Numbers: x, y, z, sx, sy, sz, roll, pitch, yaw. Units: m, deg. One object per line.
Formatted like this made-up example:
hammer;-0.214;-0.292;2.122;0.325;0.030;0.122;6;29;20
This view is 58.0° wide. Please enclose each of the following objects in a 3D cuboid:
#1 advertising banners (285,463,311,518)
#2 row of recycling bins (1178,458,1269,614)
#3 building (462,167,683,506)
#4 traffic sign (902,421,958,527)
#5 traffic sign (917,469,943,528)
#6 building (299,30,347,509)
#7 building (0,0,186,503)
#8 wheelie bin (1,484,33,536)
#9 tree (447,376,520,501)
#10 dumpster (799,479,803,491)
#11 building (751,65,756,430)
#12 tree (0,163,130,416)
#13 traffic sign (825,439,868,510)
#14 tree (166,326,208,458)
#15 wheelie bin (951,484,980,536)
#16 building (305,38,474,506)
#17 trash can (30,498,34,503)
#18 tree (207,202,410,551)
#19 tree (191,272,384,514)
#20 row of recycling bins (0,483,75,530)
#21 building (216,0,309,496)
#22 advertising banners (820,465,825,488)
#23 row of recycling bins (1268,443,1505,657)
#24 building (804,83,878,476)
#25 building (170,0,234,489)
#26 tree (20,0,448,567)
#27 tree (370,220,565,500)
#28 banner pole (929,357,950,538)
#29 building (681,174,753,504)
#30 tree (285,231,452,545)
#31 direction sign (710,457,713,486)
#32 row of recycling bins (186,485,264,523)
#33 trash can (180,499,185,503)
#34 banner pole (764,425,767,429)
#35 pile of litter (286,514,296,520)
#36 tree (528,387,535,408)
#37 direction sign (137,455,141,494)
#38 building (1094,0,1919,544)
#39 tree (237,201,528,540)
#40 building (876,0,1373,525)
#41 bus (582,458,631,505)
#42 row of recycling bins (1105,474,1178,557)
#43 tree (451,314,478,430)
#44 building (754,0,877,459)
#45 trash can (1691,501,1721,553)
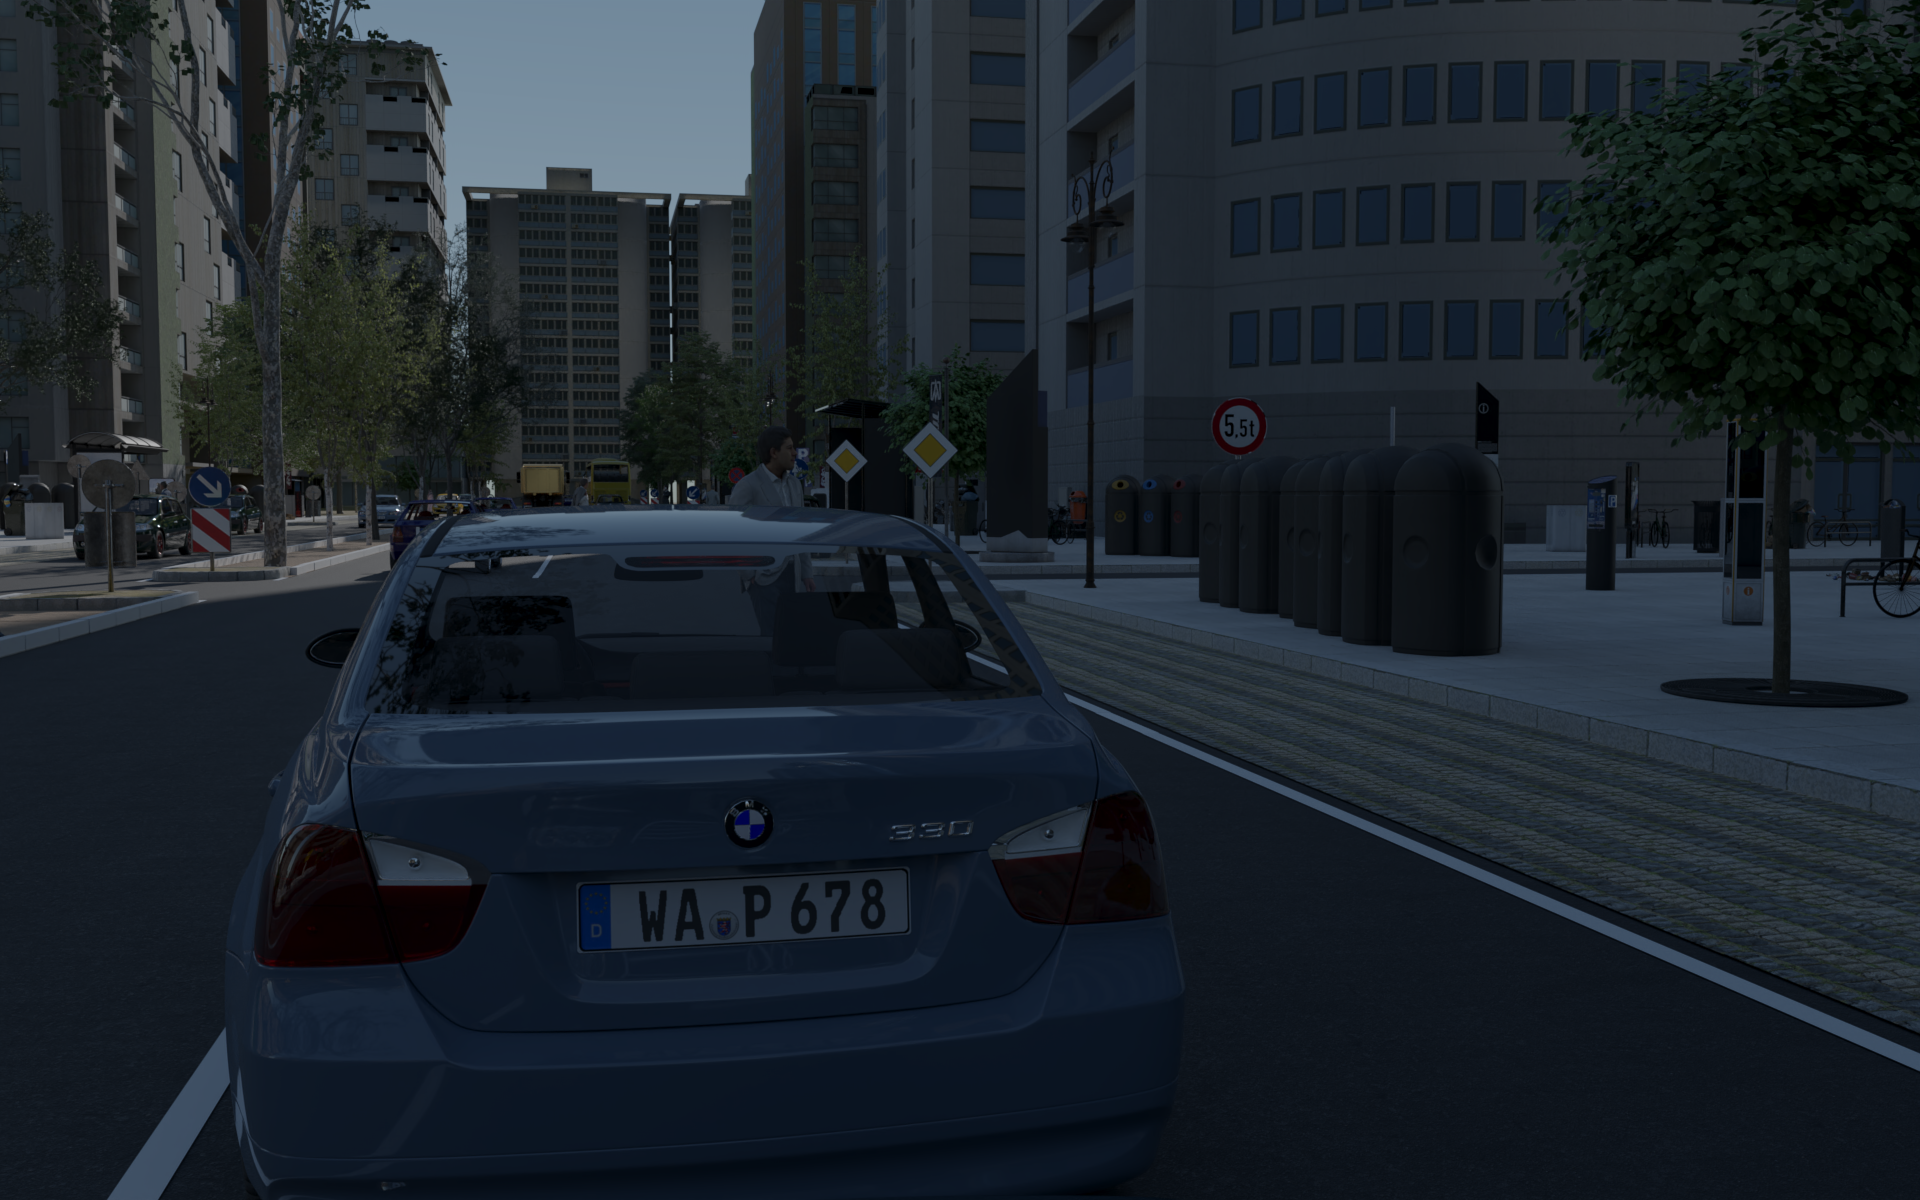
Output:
advertising banners;-36.245;-6.036;94.879;2.074;3.025;0.090;2;4;28
row of recycling bins;3.480;-0.742;19.239;1.069;1.692;3.534;-1;4;-9
building;-46.903;-31.617;208.823;23.993;40.220;32.217;-1;4;-12
traffic sign;-0.418;-1.246;24.019;0.795;2.450;0.064;-1;4;-12
traffic sign;-0.711;-2.651;43.342;0.884;2.594;0.081;0;4;-7
building;-70.817;-30.417;151.937;28.867;44.769;22.147;-1;4;-12
building;-48.657;-24.696;87.380;14.154;41.232;14.086;-1;4;-12
wheelie bin;-28.966;-2.775;53.283;0.693;1.594;0.980;0;4;-2
tree;-25.301;-8.472;91.344;4.737;8.622;4.395;0;3;0
dumpster;-6.943;-4.324;73.196;1.502;2.255;1.985;-1;4;-12
building;-13.301;-29.636;168.144;14.154;41.232;14.086;-1;4;-12
tree;-25.890;-6.797;45.548;8.767;10.594;7.601;0;4;-5
traffic sign;-2.085;-1.724;31.829;0.795;2.450;0.064;-1;4;-12
tree;-31.579;-7.561;73.978;4.737;8.622;4.395;0;3;0
wheelie bin;0.172;-2.784;53.419;0.980;1.594;0.693;3;5;41
building;-71.730;-37.443;201.438;27.495;52.752;28.713;-1;4;-12
trash can;-33.075;-3.023;61.083;0.748;1.137;0.748;0;3;0
tree;-15.676;-5.507;42.855;4.737;8.622;4.395;0;3;0
tree;-35.149;-10.389;87.987;7.486;12.596;7.792;0;3;0
row of recycling bins;-33.904;-3.408;62.841;3.534;1.692;1.069;-3;5;-44
building;-58.455;-29.466;131.886;14.600;45.320;14.200;-1;4;-12
advertising banners;-8.693;-6.431;101.329;2.074;3.025;0.090;1;4;14
row of recycling bins;3.769;-0.503;15.335;1.069;1.692;3.534;0;4;-6
building;-4.566;-21.715;126.748;14.160;30.474;14.107;-1;4;-12
building;-62.028;-31.809;109.320;28.713;52.752;27.495;-1;4;-12
tree;-14.715;-10.728;33.753;12.611;20.169;13.585;0;3;0
tree;-22.782;-10.044;77.049;12.009;13.543;11.850;0;3;0
banner pole;-0.364;-2.561;31.894;0.401;3.779;0.863;-2;4;-31
building;-23.325;-31.890;213.289;23.993;40.220;32.217;-1;4;-12
tree;-16.484;-5.828;48.102;4.360;8.622;3.978;0;3;0
direction sign;-15.219;-6.974;106.026;0.379;3.537;0.876;-1;4;-17
row of recycling bins;-32.714;-4.301;77.436;3.534;1.692;1.069;-3;5;-39
trash can;-37.413;-4.356;82.871;0.748;1.137;0.748;0;3;0
banner pole;-7.049;-4.446;62.704;0.401;3.779;0.863;0;4;-3
pile of litter;-33.645;-4.429;86.378;1.176;0.858;1.719;0;4;7
tree;-20.745;-7.966;67.120;8.767;10.594;7.601;-1;4;-12
direction sign;-38.591;-5.470;81.432;0.379;3.537;0.876;-2;4;-34
building;17.812;-31.274;53.336;28.212;58.520;21.231;-1;4;-12
tree;-18.235;-7.156;53.875;8.767;10.594;7.601;-1;4;-12
building;6.074;-33.704;93.058;21.231;58.520;28.212;-1;4;-12
bus;-24.124;-7.753;118.306;2.896;3.916;12.252;-1;4;-14
row of recycling bins;4.405;-1.744;35.635;1.069;1.692;3.534;-3;5;-43
tree;-19.144;-6.636;61.315;4.360;8.622;3.978;0;3;0
building;-10.626;-30.818;153.978;14.600;45.320;14.200;-1;4;-12
trash can;16.270;-1.589;37.635;0.748;1.137;0.748;0;3;0
